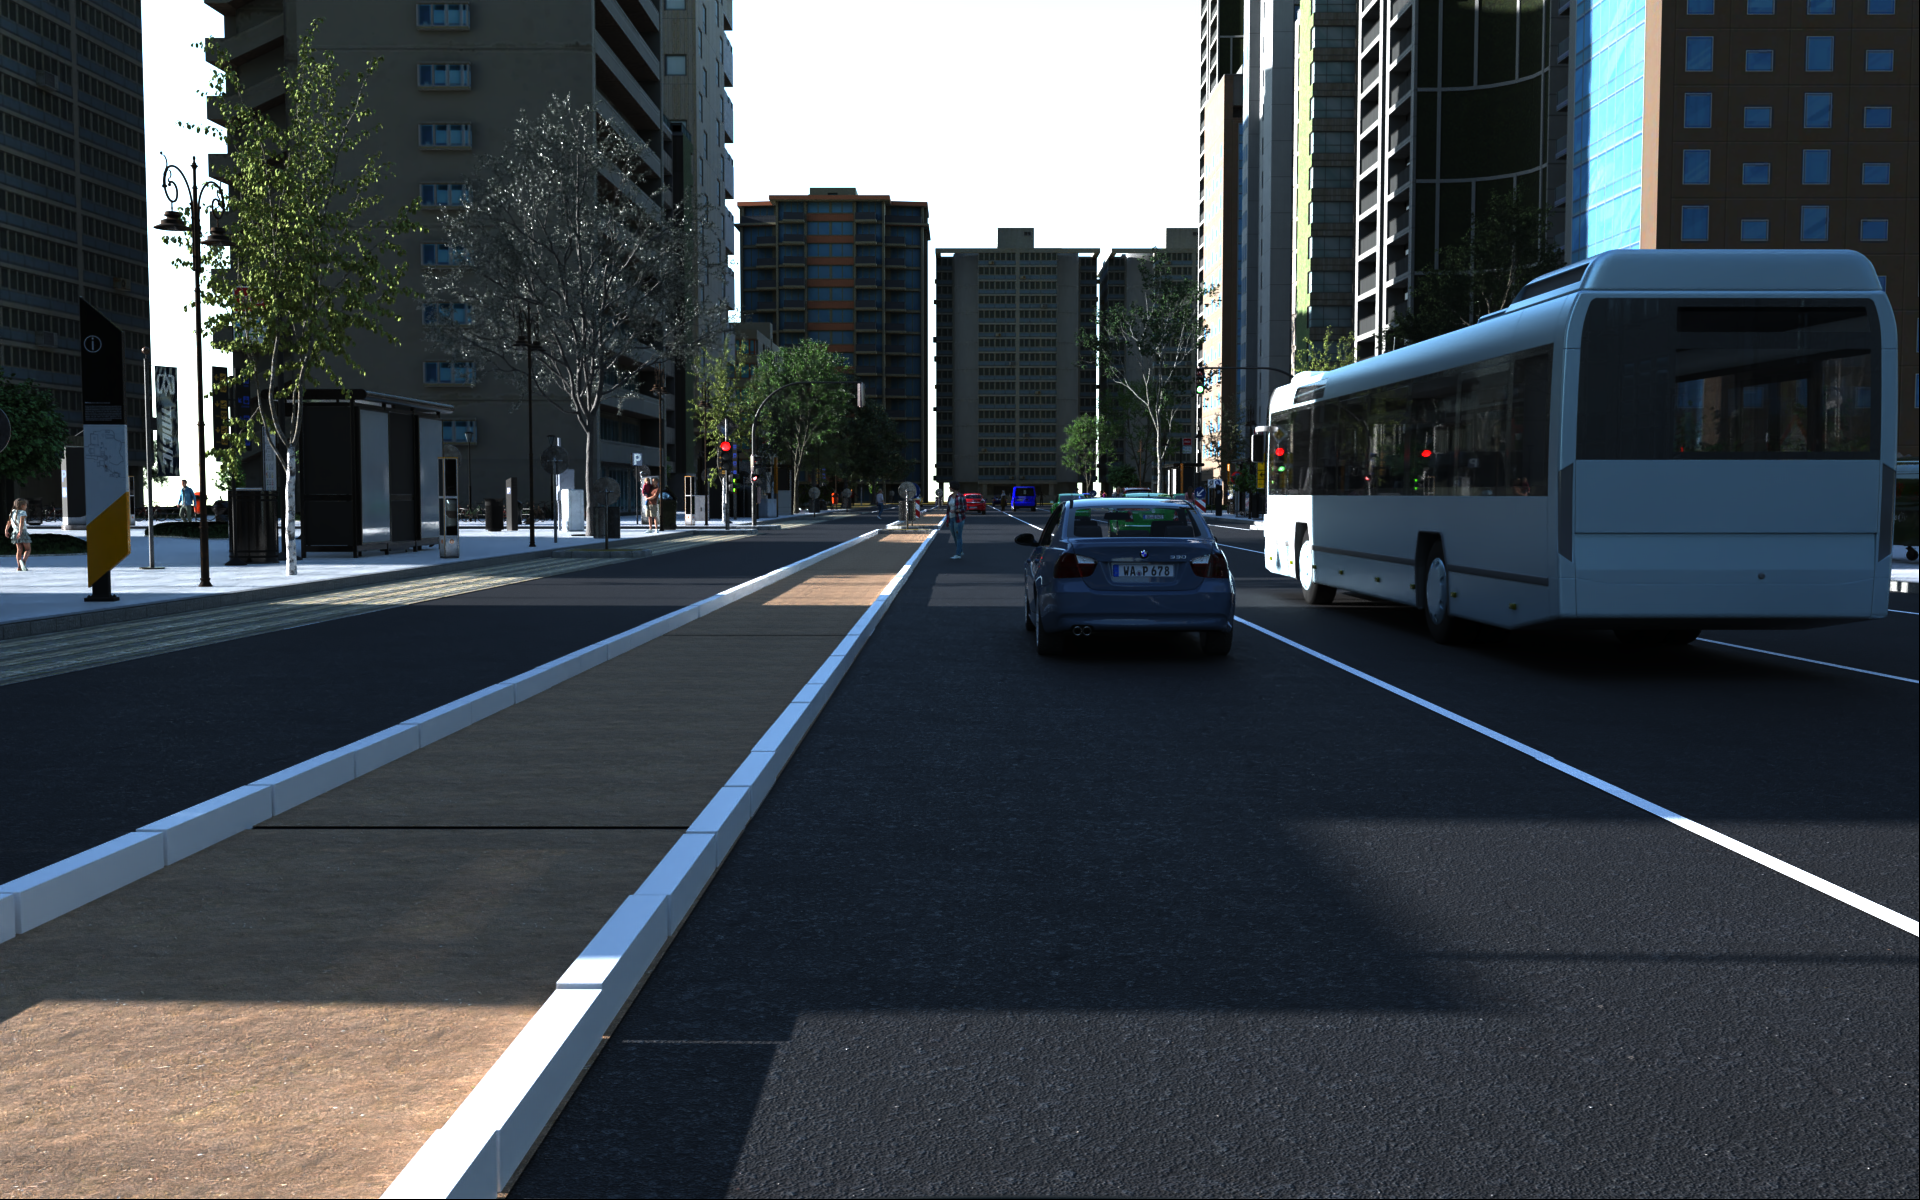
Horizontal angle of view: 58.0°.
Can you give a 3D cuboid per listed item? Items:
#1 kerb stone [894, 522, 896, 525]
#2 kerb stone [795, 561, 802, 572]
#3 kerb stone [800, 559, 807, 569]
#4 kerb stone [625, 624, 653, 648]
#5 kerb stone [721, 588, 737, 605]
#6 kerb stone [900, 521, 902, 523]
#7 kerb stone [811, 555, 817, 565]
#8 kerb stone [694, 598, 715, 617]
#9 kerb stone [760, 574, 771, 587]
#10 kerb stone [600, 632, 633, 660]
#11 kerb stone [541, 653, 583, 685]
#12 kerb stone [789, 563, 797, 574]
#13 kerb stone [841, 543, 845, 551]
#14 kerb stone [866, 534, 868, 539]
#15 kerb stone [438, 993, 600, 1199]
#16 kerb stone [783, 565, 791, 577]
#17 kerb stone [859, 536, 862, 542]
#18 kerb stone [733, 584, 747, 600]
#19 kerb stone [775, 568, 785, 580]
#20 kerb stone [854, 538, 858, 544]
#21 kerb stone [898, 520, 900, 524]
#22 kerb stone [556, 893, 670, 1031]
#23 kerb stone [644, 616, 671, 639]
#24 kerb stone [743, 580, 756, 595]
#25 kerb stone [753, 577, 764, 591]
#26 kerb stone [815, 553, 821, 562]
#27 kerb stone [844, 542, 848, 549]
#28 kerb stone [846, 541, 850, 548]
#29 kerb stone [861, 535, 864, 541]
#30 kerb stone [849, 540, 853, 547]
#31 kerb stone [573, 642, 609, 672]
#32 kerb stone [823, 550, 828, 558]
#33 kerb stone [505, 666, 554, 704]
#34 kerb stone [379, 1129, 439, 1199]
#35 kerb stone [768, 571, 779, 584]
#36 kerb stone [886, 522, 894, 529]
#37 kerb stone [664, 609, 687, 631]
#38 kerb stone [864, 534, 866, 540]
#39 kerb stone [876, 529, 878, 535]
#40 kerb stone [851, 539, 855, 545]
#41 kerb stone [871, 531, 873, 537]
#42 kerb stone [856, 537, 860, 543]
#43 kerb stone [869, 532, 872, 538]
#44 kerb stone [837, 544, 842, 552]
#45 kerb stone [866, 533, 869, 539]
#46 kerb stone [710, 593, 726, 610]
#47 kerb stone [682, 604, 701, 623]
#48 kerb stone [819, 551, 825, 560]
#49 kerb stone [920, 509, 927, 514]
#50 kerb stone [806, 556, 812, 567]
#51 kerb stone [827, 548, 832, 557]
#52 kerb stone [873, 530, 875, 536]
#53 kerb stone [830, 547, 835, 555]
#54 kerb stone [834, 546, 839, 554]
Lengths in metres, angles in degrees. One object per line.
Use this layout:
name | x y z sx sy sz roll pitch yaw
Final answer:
kerb stone | -2.954 -3.187 74.297 0.120 0.150 1.000 0 3 0
kerb stone | -3.044 -0.576 31.699 0.120 0.150 1.000 0 3 0
kerb stone | -3.037 -0.645 32.733 0.120 0.150 1.000 0 3 0
kerb stone | -3.070 0.360 16.343 0.120 0.150 1.000 0 3 0
kerb stone | -3.059 -0.016 22.493 0.120 0.150 1.000 0 3 0
kerb stone | -2.945 -3.623 81.478 0.120 0.150 1.000 0 3 0
kerb stone | -3.031 -0.764 34.798 0.120 0.150 1.000 0 3 0
kerb stone | -3.057 0.107 20.439 0.120 0.150 1.000 0 3 0
kerb stone | -3.051 -0.267 26.589 0.120 0.150 1.000 0 3 0
kerb stone | -3.071 0.421 15.314 0.120 0.150 1.000 0 3 0
kerb stone | -3.075 0.547 13.262 0.120 0.150 1.000 0 3 0
kerb stone | -3.045 -0.516 30.677 0.120 0.150 1.000 0 3 0
kerb stone | -3.012 -1.272 42.997 0.120 0.150 1.000 0 3 0
kerb stone | -2.997 -1.895 53.229 0.120 0.150 1.000 0 3 0
kerb stone | -0.995 1.122 4.024 0.120 0.150 1.000 0 3 0
kerb stone | -3.047 -0.456 29.655 0.120 0.150 1.000 0 3 0
kerb stone | -3.006 -1.710 50.162 0.120 0.150 1.000 0 3 0
kerb stone | -3.055 -0.081 23.517 0.120 0.150 1.000 0 3 0
kerb stone | -3.049 -0.394 28.633 0.120 0.150 1.000 0 3 0
kerb stone | -3.008 -1.582 48.118 0.120 0.150 1.000 0 3 0
kerb stone | -2.950 -3.497 79.422 0.120 0.150 1.000 0 3 0
kerb stone | -0.998 1.049 5.045 0.120 0.150 1.000 0 3 0
kerb stone | -3.069 0.295 17.373 0.120 0.150 1.000 0 3 0
kerb stone | -3.053 -0.144 24.545 0.120 0.150 1.000 0 3 0
kerb stone | -3.049 -0.206 25.567 0.120 0.150 1.000 0 3 0
kerb stone | -3.032 -0.828 35.819 0.120 0.150 1.000 0 3 0
kerb stone | -3.015 -1.335 44.027 0.120 0.150 1.000 0 3 0
kerb stone | -3.018 -1.398 45.049 0.120 0.150 1.000 0 3 0
kerb stone | -3.000 -1.773 51.185 0.120 0.150 1.000 0 3 0
kerb stone | -3.010 -1.459 46.074 0.120 0.150 1.000 0 3 0
kerb stone | -3.076 0.484 14.284 0.120 0.150 1.000 0 3 0
kerb stone | -3.032 -0.958 37.865 0.120 0.150 1.000 0 3 0
kerb stone | -3.069 0.609 12.240 0.120 0.150 1.000 0 3 0
kerb stone | -0.997 1.174 3.001 0.120 0.150 1.000 0 3 0
kerb stone | -3.043 -0.329 27.611 0.120 0.150 1.000 0 3 0
kerb stone | -2.968 -3.123 73.274 0.120 0.150 1.000 0 3 0
kerb stone | -3.066 0.232 18.395 0.120 0.150 1.000 0 3 0
kerb stone | -2.995 -1.832 52.207 0.120 0.150 1.000 0 3 0
kerb stone | -2.987 -2.274 59.375 0.120 0.150 1.000 0 3 0
kerb stone | -3.012 -1.523 47.096 0.120 0.150 1.000 0 3 0
kerb stone | -2.996 -2.085 56.308 0.120 0.150 1.000 0 3 0
kerb stone | -3.010 -1.646 49.140 0.120 0.150 1.000 0 3 0
kerb stone | -2.990 -2.024 55.281 0.120 0.150 1.000 0 3 0
kerb stone | -3.021 -1.210 41.974 0.120 0.150 1.000 0 3 0
kerb stone | -3.003 -1.957 54.251 0.120 0.150 1.000 0 3 0
kerb stone | -3.061 0.051 21.471 0.120 0.150 1.000 0 3 0
kerb stone | -3.069 0.175 19.417 0.120 0.150 1.000 0 3 0
kerb stone | -3.035 -0.893 36.843 0.120 0.150 1.000 0 3 0
kerb stone | -2.848 -6.890 134.846 0.120 0.150 1.000 0 3 0
kerb stone | -3.032 -0.708 33.767 0.120 0.150 1.000 0 3 0
kerb stone | -3.032 -1.019 38.894 0.120 0.150 1.000 0 3 0
kerb stone | -2.988 -2.149 57.331 0.120 0.150 1.000 0 3 0
kerb stone | -3.026 -1.083 39.919 0.120 0.150 1.000 0 3 0
kerb stone | -3.023 -1.147 40.946 0.120 0.150 1.000 0 3 0
